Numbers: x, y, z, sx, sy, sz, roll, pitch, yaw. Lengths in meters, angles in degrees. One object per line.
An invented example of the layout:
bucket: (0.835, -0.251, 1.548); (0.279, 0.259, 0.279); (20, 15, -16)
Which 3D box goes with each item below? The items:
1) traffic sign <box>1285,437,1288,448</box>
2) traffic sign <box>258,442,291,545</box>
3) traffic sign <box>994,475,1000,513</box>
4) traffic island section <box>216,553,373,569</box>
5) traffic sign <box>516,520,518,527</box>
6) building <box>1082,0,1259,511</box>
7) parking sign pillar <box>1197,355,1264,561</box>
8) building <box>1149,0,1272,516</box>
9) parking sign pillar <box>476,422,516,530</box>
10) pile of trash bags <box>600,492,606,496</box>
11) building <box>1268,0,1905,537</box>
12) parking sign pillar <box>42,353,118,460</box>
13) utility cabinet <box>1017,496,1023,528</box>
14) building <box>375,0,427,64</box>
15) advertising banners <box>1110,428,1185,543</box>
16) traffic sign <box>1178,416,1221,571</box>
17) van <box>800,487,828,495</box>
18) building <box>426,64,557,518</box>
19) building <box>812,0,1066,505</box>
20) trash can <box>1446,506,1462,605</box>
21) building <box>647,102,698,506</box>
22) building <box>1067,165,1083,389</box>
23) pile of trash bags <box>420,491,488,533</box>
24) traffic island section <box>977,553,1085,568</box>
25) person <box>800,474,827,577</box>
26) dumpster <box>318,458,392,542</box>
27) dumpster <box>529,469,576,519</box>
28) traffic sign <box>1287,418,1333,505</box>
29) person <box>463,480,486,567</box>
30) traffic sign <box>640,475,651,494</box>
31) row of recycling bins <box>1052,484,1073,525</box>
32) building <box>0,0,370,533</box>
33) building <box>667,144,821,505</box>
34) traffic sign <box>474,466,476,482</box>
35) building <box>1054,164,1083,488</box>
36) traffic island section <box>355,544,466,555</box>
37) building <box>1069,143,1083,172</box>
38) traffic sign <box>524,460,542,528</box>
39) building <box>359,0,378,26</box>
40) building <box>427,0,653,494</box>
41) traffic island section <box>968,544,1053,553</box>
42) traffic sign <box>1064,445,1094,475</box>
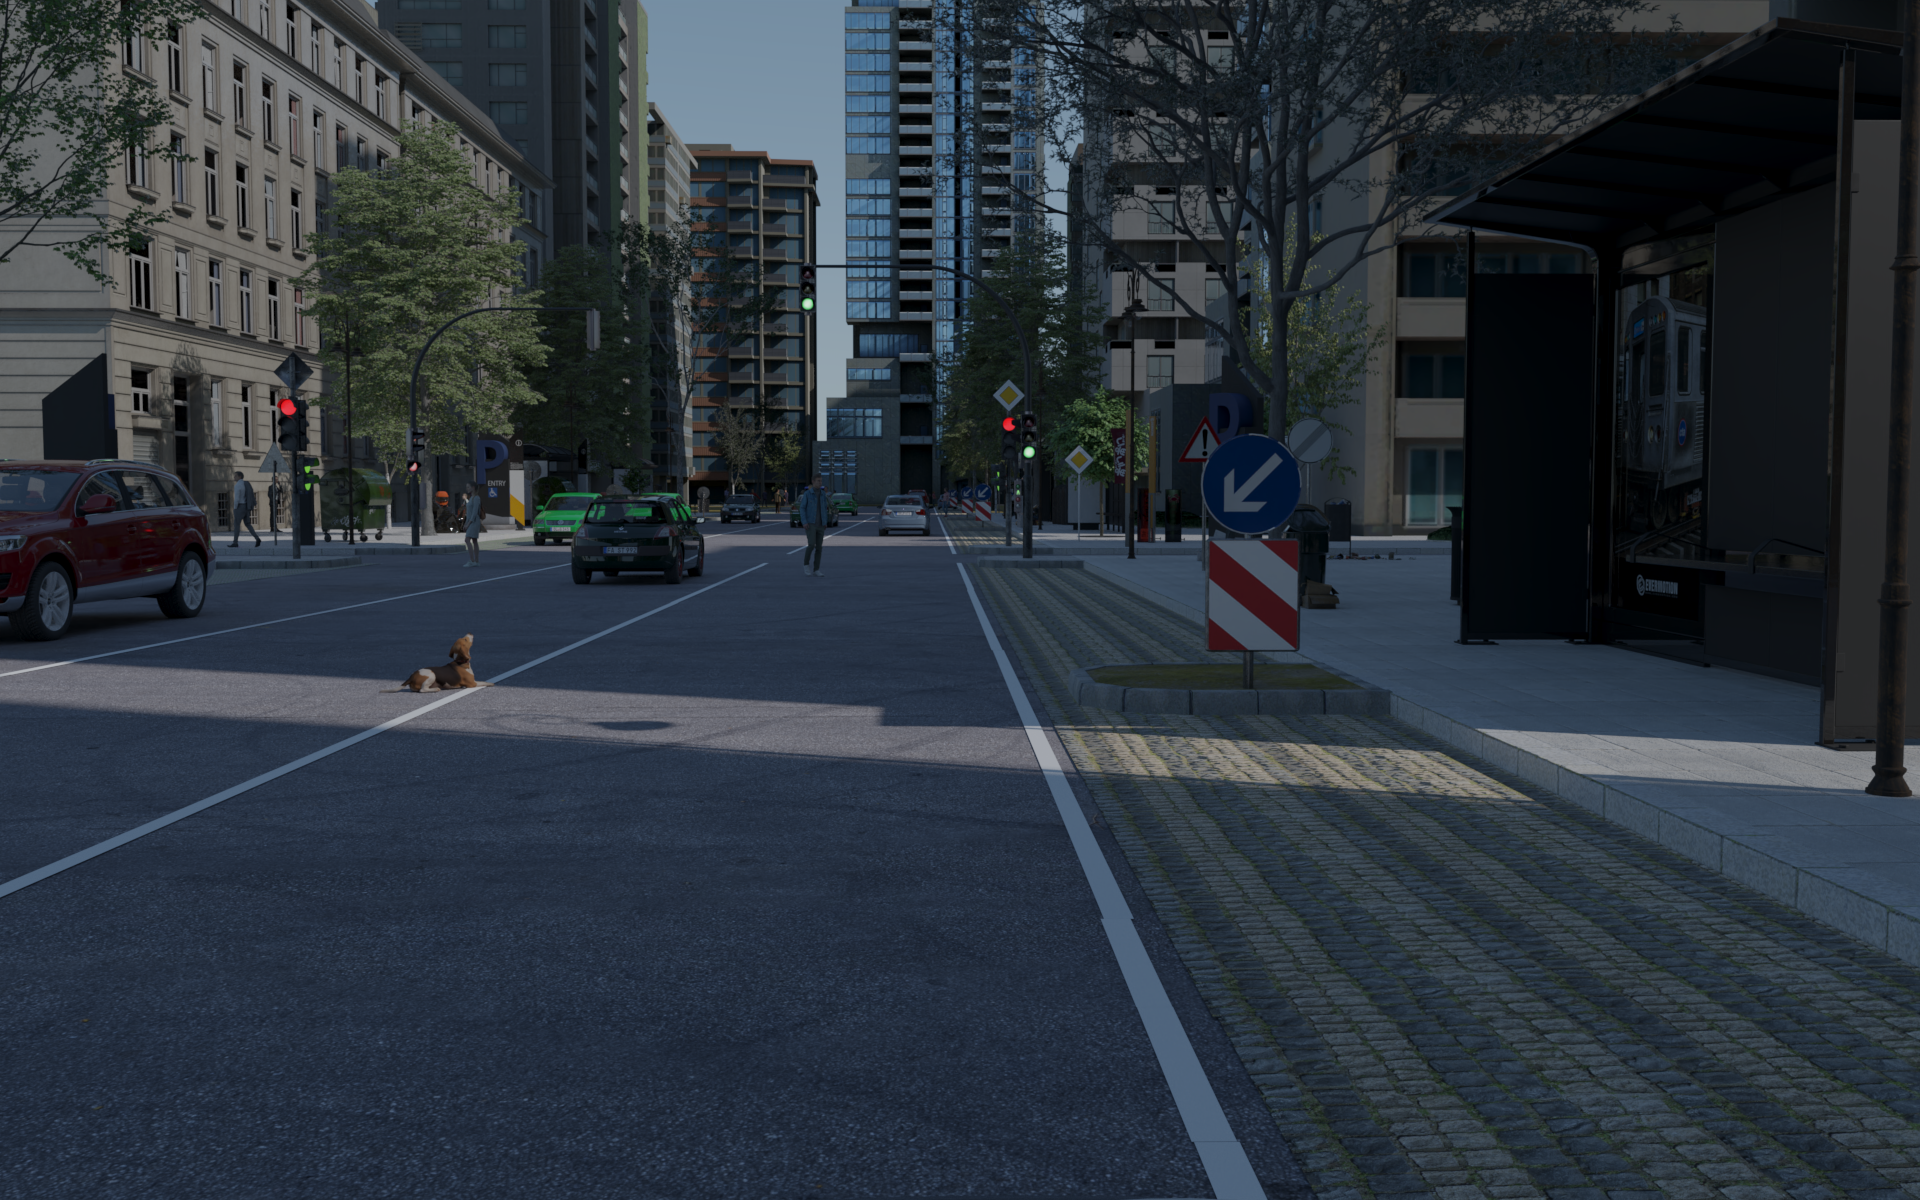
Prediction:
traffic sign: (5.607, -1.741, 30.595); (0.606, 2.300, 0.079); (1, 4, 9)
traffic sign: (-17.101, -2.643, 43.212); (0.884, 2.594, 0.081); (1, 4, 8)
traffic sign: (2.638, -7.158, 117.144); (0.768, 2.556, 0.104); (0, 4, 2)
traffic island section: (-13.174, -0.739, 34.361); (2.009, 0.180, 2.903); (0, 4, -1)
traffic sign: (-17.096, -4.076, 66.757); (0.768, 2.556, 0.104); (0, 4, 8)
building: (23.967, -33.254, 132.941); (28.713, 52.752, 27.495); (0, 4, -1)
parking sign pillar: (5.276, -2.732, 33.143); (1.447, 3.967, 1.447); (-1, 4, -23)
building: (23.627, -47.779, 93.851); (22.319, 86.520, 31.000); (0, 4, -1)
parking sign pillar: (-16.765, -4.524, 62.437); (1.447, 3.967, 1.447); (1, 4, 12)
pile of trash bags: (-17.627, -4.615, 85.204); (1.912, 1.369, 3.447); (-1, 4, -9)
building: (22.488, -26.781, 61.568); (21.600, 48.544, 21.300); (0, 4, -1)
parking sign pillar: (-16.968, -2.750, 33.437); (1.447, 3.967, 1.447); (0, 4, 8)
utility cabinet: (2.380, -3.368, 66.231); (0.306, 1.237, 1.020); (0, 4, -6)
building: (-32.271, -26.914, 123.633); (14.154, 41.232, 14.086); (0, 4, -1)
advertising banners: (4.959, -3.036, 45.828); (2.074, 3.025, 0.090); (-1, 4, -11)
traffic sign: (4.078, -1.768, 28.917); (0.884, 2.594, 0.081); (0, 4, -1)
van: (-11.547, -8.210, 138.621); (2.240, 2.365, 5.245); (0, 4, -1)
building: (-33.114, -15.972, 94.428); (16.112, 22.955, 30.059); (0, 4, -1)
building: (-2.516, -55.384, 218.202); (31.000, 86.520, 22.319); (0, 4, -1)
trash can: (5.973, -0.508, 19.957); (0.748, 1.137, 0.748); (0, 3, 0)
building: (-38.628, -29.155, 168.566); (23.993, 40.220, 32.217); (0, 4, -1)
building: (16.358, -23.423, 154.670); (14.160, 30.474, 14.107); (0, 4, -1)
pile of trash bags: (-17.078, -2.948, 57.952); (1.912, 1.369, 3.447); (-2, 4, -28)
traffic island section: (1.365, -0.755, 34.624); (2.009, 0.180, 2.903); (0, 4, -1)
person: (-2.534, -1.300, 30.098); (0.601, 1.785, 0.444); (-2, 4, -33)
dumpster: (-16.366, -2.706, 46.741); (1.502, 2.255, 1.985); (0, 4, -1)
dumpster: (-16.026, -4.013, 68.107); (1.502, 2.255, 1.985); (0, 4, -1)
traffic sign: (5.839, -1.766, 28.985); (0.768, 2.556, 0.104); (0, 4, -1)
person: (-9.625, -1.513, 34.248); (0.522, 1.701, 0.512); (-2, 4, -29)
traffic sign: (-16.662, -5.474, 91.633); (0.606, 2.300, 0.079); (0, 4, 2)
row of recycling bins: (4.625, -4.001, 72.532); (1.069, 1.692, 3.534); (-1, 4, -12)
building: (-32.271, -14.127, 64.261); (16.112, 22.955, 30.059); (0, 4, -1)
building: (-32.452, -34.539, 219.329); (28.867, 44.769, 22.147); (0, 4, -1)
traffic sign: (-17.661, -3.784, 64.006); (0.606, 2.300, 0.079); (0, 4, 6)
building: (25.263, -29.481, 173.901); (32.217, 40.220, 23.993); (0, 4, -1)
traffic island section: (-13.322, -1.227, 42.345); (2.009, 0.180, 2.903); (0, 4, -1)
building: (21.154, -34.609, 215.961); (14.200, 45.320, 14.600); (0, 4, -1)
traffic sign: (-16.253, -4.011, 65.693); (0.768, 2.556, 0.104); (0, 4, 1)
building: (-61.528, -33.639, 173.704); (21.600, 48.544, 21.300); (0, 4, -1)
building: (-32.793, -27.790, 137.959); (14.154, 41.232, 14.086); (0, 4, -1)
traffic island section: (1.217, -1.243, 42.608); (2.009, 0.180, 2.903); (0, 4, -1)
traffic sign: (3.214, -2.858, 46.465); (0.795, 2.593, 0.064); (0, 4, 7)
